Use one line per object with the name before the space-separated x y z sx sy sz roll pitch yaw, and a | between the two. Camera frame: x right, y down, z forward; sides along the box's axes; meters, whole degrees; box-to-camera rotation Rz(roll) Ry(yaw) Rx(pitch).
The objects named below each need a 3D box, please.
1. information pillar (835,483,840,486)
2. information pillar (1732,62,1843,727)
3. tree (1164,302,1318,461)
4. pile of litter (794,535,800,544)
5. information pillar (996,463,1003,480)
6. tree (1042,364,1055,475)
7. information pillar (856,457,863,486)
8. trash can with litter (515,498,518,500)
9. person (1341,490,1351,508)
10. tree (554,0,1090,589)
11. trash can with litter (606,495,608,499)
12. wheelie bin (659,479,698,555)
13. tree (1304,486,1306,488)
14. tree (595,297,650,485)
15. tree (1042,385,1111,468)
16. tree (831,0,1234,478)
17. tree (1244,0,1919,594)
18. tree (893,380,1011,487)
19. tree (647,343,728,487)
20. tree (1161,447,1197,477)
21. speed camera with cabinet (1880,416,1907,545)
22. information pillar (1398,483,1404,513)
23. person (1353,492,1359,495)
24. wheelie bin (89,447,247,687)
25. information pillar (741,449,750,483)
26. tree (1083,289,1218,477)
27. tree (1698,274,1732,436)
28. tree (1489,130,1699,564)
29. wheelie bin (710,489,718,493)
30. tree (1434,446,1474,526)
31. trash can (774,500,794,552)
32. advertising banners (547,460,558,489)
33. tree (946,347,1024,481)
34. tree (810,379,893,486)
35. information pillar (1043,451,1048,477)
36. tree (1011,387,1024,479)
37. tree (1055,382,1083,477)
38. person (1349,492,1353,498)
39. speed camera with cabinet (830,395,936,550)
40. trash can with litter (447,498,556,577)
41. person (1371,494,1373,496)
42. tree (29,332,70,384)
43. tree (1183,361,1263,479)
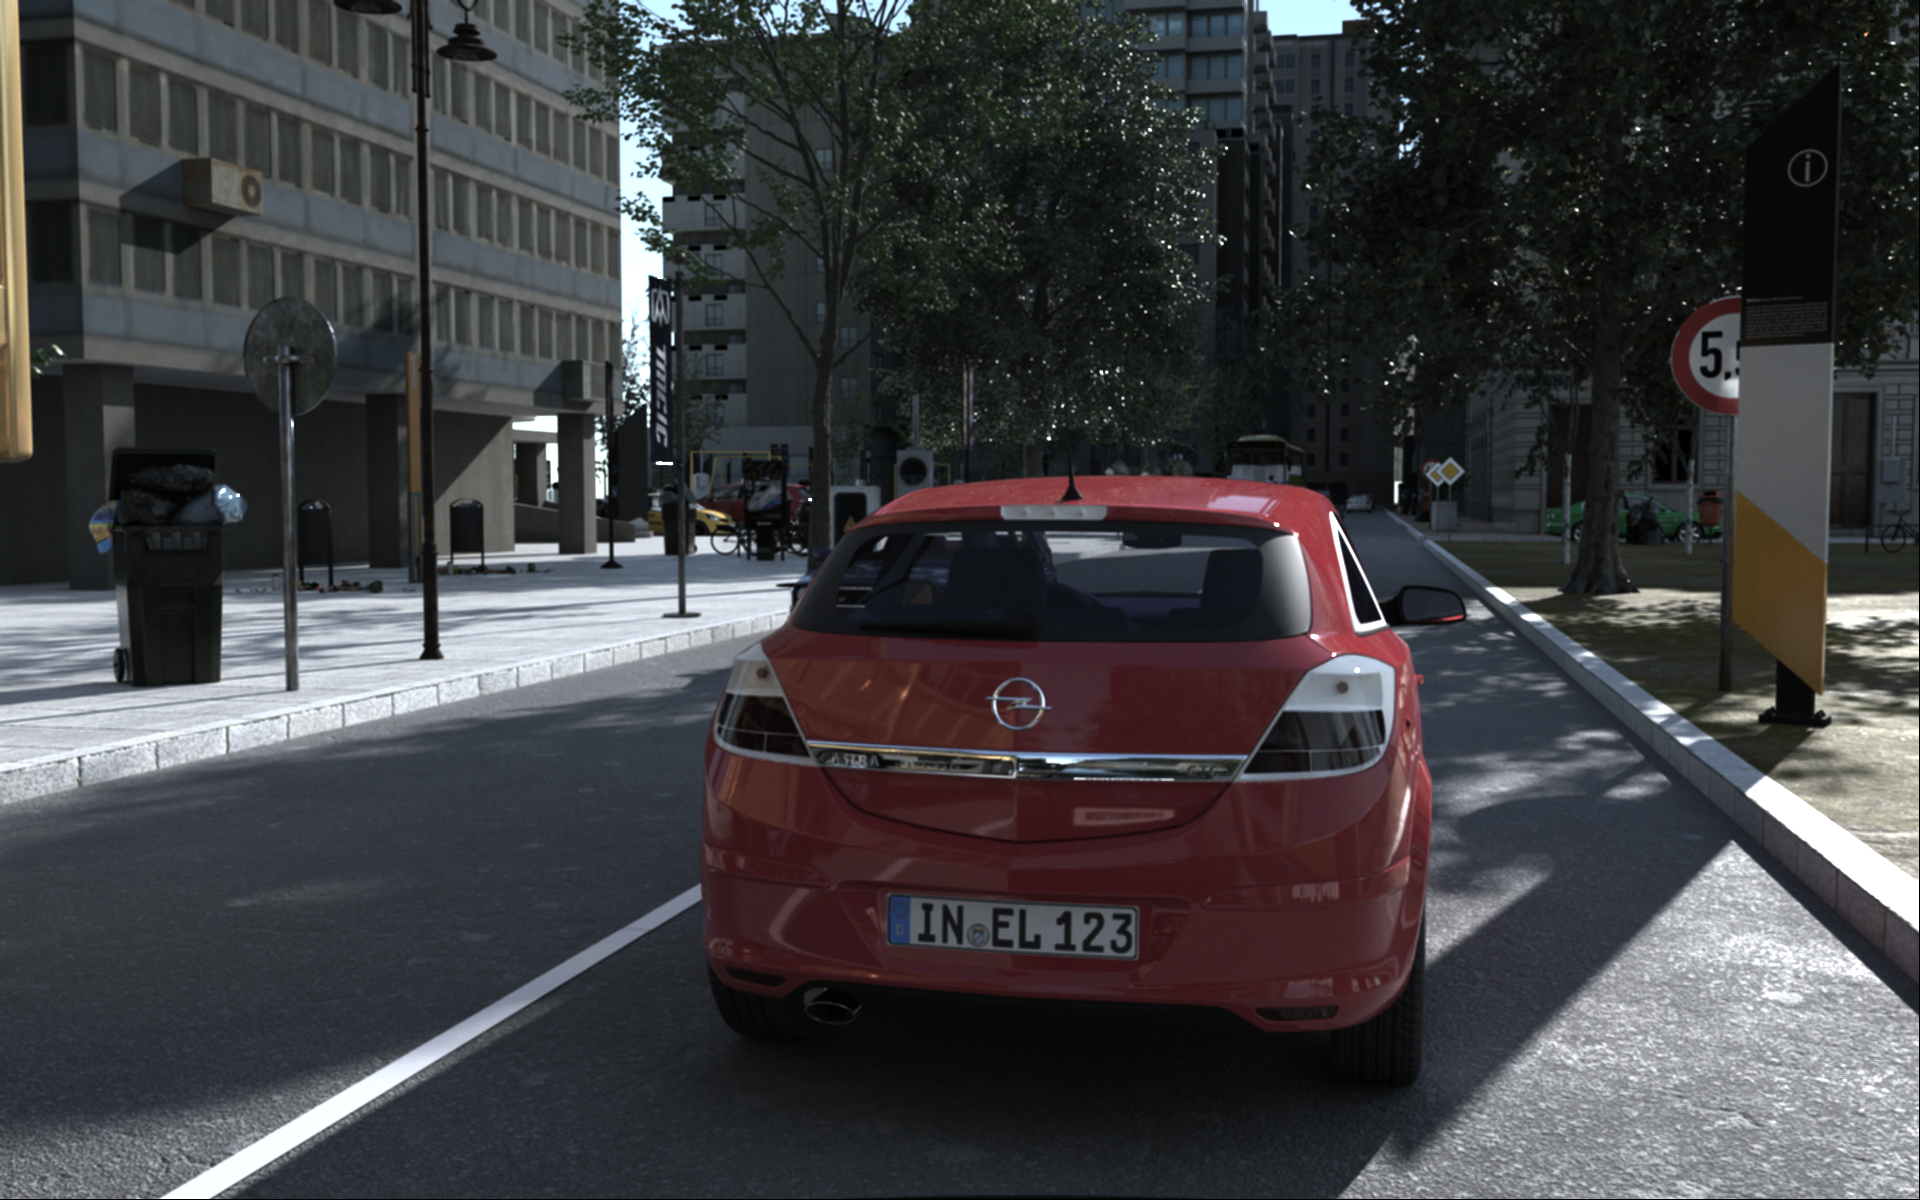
information pillar | -8.374 -6.981 118.628 0.304 2.012 0.304 0 4 4
information pillar | 4.611 -1.119 9.644 0.504 3.616 0.183 3 4 36
tree | 17.510 -12.264 110.890 12.009 13.543 11.850 0 3 0
pile of litter | -3.911 -1.893 44.916 1.176 0.858 1.719 1 4 16
information pillar | 2.917 -8.340 127.714 0.504 3.616 0.183 1 4 23
tree | 5.549 -8.629 91.454 4.360 8.622 3.978 0 3 0
information pillar | -5.718 -6.558 98.570 0.504 3.616 0.183 3 5 40
trash can with litter | -16.612 -3.209 63.851 1.055 1.170 0.624 -2 4 -30
person | 40.299 -10.503 180.203 1.348 1.826 0.705 -1 4 -15
tree | -1.797 -5.978 23.497 9.928 11.665 9.643 0 3 0
trash can with litter | -28.439 -7.928 140.677 2.233 1.210 1.678 3 5 43
wheelie bin | -5.956 -1.755 36.604 0.693 1.594 0.980 1 4 10
tree | 40.075 -12.882 205.226 1.663 3.219 1.824 0 3 0
tree | -12.820 -6.966 64.256 4.360 8.622 3.978 0 3 0
tree | 7.662 -9.544 106.404 4.737 8.622 4.395 0 3 0
tree | 1.659 -8.203 40.780 9.857 13.997 8.962 0 3 0
tree | 8.524 -6.445 22.382 9.611 12.733 9.660 0 3 0
tree | -0.477 -9.102 99.175 4.737 8.622 4.395 0 3 0
tree | -13.667 -8.257 85.363 4.737 8.622 4.395 0 3 0
tree | 8.978 -4.686 71.225 1.663 3.219 1.824 0 3 0
speed camera with cabinet | 24.181 -3.008 43.519 2.038 3.252 0.660 2 4 30
information pillar | 29.459 -6.801 115.681 0.304 2.012 0.304 -1 4 -14
person | 40.497 -10.218 177.034 0.593 1.643 0.415 1 4 13
wheelie bin | -5.355 -0.238 11.792 0.980 1.594 0.693 -2 4 -34
information pillar | -11.221 -6.069 90.577 0.504 3.616 0.183 -3 5 -40
tree | 6.916 -6.813 61.760 4.360 8.622 3.978 0 3 0
tree | 15.440 -5.300 37.015 4.360 8.622 3.978 0 3 0
tree | 10.889 -4.970 31.625 4.360 8.622 3.978 0 3 0
wheelie bin | -14.260 -5.683 100.818 0.980 1.594 0.693 0 4 8
tree | 19.671 -4.563 69.201 1.663 3.219 1.824 0 3 0
trash can | -4.085 -1.654 38.699 0.748 1.137 0.748 0 3 0
advertising banners | -20.731 -5.720 89.716 2.074 3.025 0.090 -3 5 -43
tree | 1.120 -7.934 80.079 4.360 8.622 3.978 0 3 0
tree | -7.173 -9.801 110.600 4.737 8.622 4.395 0 3 0
information pillar | 4.624 -6.343 95.056 0.504 3.616 0.183 -3 4 -38
tree | 3.188 -9.777 110.208 4.737 8.622 4.395 0 3 0
tree | 7.245 -7.980 80.836 4.360 8.622 3.978 0 3 0
person | 43.467 -11.160 192.430 0.415 1.643 0.593 -3 4 -37
speed camera with cabinet | -1.577 -2.452 34.433 2.038 3.252 0.660 0 4 6
trash can with litter | -7.551 -1.037 28.005 2.233 1.210 1.678 -2 4 -33
person | 40.783 -9.812 172.163 0.421 1.427 0.697 -2 4 -31
tree | -6.406 -0.944 10.032 1.663 3.219 1.824 0 3 0
tree | 14.523 -8.854 95.128 4.737 8.622 4.395 0 3 0
